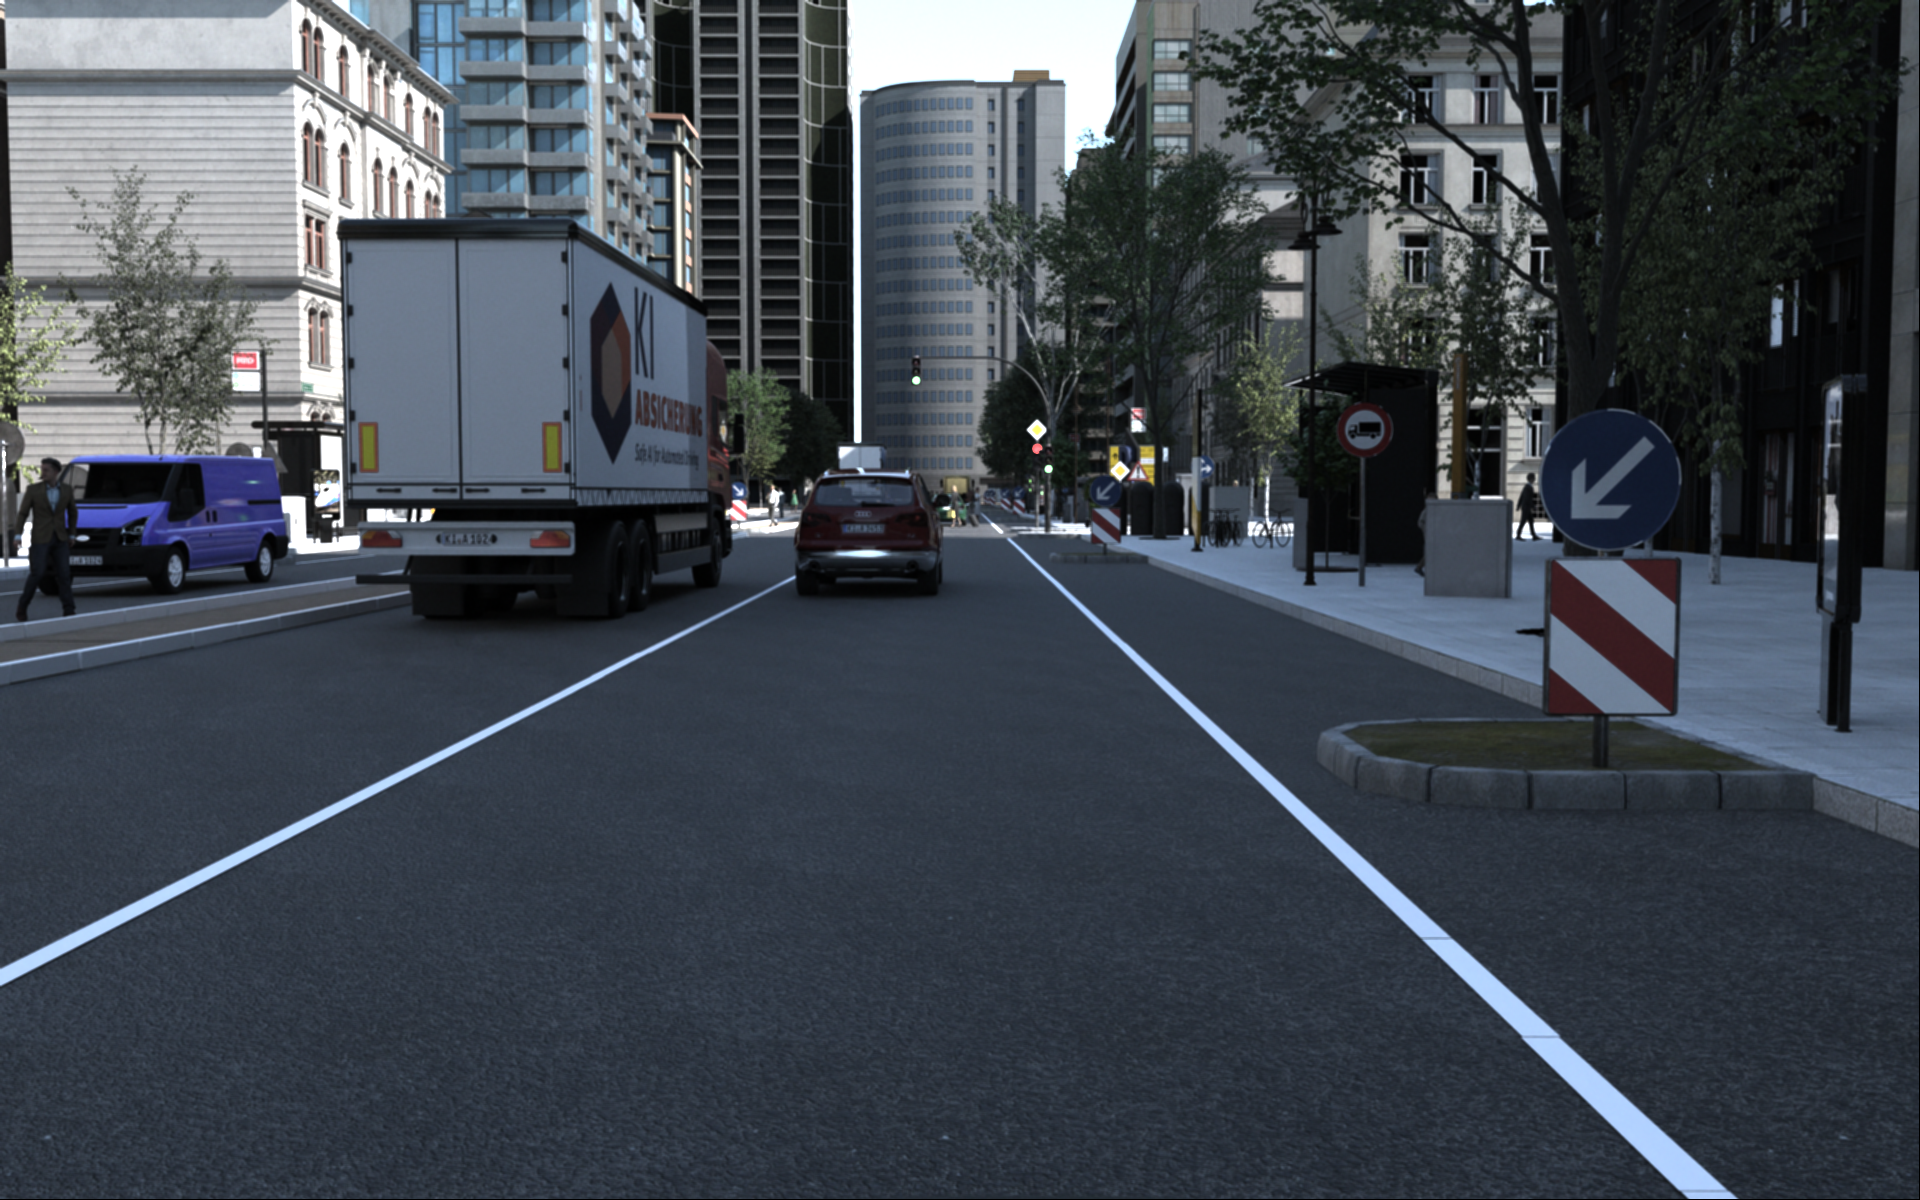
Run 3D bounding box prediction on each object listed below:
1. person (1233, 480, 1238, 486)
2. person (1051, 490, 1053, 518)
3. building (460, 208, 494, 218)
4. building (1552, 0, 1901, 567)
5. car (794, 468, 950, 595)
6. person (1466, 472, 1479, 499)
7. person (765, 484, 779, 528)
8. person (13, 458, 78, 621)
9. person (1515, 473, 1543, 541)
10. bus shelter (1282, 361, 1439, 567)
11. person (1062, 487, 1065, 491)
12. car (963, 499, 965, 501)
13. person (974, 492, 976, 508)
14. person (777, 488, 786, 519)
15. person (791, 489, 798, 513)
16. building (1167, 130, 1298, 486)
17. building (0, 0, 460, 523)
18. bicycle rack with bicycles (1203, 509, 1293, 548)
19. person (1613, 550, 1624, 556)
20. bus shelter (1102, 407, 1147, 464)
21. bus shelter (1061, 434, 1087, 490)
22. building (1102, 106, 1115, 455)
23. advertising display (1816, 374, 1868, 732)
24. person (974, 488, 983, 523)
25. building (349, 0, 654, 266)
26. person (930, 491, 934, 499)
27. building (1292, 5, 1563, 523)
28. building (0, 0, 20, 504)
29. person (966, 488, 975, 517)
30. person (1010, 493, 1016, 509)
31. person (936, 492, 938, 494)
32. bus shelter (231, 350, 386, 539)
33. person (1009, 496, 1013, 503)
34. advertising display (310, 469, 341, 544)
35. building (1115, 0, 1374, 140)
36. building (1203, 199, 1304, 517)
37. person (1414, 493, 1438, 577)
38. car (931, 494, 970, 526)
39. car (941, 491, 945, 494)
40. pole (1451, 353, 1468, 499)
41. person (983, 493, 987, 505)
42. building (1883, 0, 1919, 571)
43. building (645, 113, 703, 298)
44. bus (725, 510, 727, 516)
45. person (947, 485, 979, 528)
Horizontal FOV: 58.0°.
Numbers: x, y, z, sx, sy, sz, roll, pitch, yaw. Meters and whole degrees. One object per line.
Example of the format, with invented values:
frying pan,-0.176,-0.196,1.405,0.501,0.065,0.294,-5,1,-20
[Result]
person,10.492,-3.632,65.656,0.478,1.798,0.641,-1,4,-22
person,4.747,-5.232,91.472,0.514,1.842,0.818,-1,4,-10
building,-32.905,-16.404,119.115,10.553,20.767,40.483,0,3,0
building,21.894,-12.707,37.432,12.332,23.373,15.834,0,3,0
car,-1.298,-1.068,26.137,2.281,1.827,5.304,0,4,1
person,10.518,-1.840,36.380,0.529,1.795,0.600,-2,4,-32
person,-7.839,-3.887,72.150,0.679,1.850,0.850,2,4,31
person,-10.296,-0.678,19.496,0.836,1.842,0.656,1,4,12
person,15.603,-2.544,47.415,0.755,1.850,0.659,1,4,16
bus shelter,7.677,-2.596,33.721,1.731,3.624,6.357,0,3,0
person,5.981,-5.786,100.833,0.721,1.800,0.419,0,4,8
car,-0.612,-7.481,132.094,2.009,1.686,4.222,0,4,0
person,1.644,-10.660,183.525,0.721,1.736,1.217,1,4,22
person,-10.430,-5.636,100.744,0.391,1.810,0.635,2,4,30
person,-12.800,-7.637,133.605,0.529,1.795,0.600,3,4,38
building,22.720,-20.206,127.629,12.463,27.353,25.104,0,3,0
building,-35.178,-18.320,86.920,14.401,28.519,23.554,0,3,0
bicycle rack with bicycles,6.929,-1.758,42.119,2.852,0.926,2.925,2,4,35
person,6.692,-0.706,17.763,0.473,1.802,0.592,0,4,-4
bus shelter,7.604,-6.145,78.105,2.179,5.291,8.768,0,4,0
bus shelter,6.906,-8.272,112.871,2.179,5.291,8.768,0,3,0
building,27.223,-32.744,189.988,22.147,44.769,28.867,0,3,0
advertising display,4.923,-0.274,9.701,0.123,1.923,0.974,1,4,20
person,0.961,-4.727,86.354,0.524,1.755,0.480,1,4,21
building,-39.907,-32.743,154.961,23.786,49.044,30.456,0,3,0
person,-3.108,-11.128,190.444,0.705,1.823,1.348,-2,4,-25
building,32.189,-15.308,83.563,30.059,22.955,16.112,0,3,0
building,-52.956,-18.114,82.064,20.117,28.700,13.634,0,3,0
person,0.717,-6.158,109.163,0.573,1.828,0.580,3,4,37
person,4.665,-8.996,153.580,0.568,1.767,0.683,3,4,37
person,-2.826,-12.128,207.500,0.721,1.735,1.217,2,4,35
bus shelter,-19.225,-4.492,51.069,2.179,5.291,8.768,0,3,0
person,5.003,-9.250,158.067,1.217,1.735,0.721,-2,4,-29
advertising display,-16.488,-2.434,45.012,0.123,1.923,0.974,1,4,22
building,26.243,-33.081,164.569,21.300,48.544,21.600,0,3,0
building,21.399,-14.739,105.606,10.561,19.102,19.286,0,3,0
person,7.261,-0.999,26.647,0.475,1.303,0.640,-3,5,-39
car,-0.613,-4.150,79.655,2.131,1.459,4.920,0,4,0
car,-1.211,-10.687,183.409,2.281,1.827,5.304,0,4,1
pole,7.278,-1.922,25.272,0.158,3.312,0.155,0,3,0
person,3.159,-12.135,206.769,0.709,1.838,0.599,2,4,33
building,25.391,-12.682,11.863,19.350,26.468,34.151,0,3,0
building,-42.487,-32.969,193.674,28.867,44.769,22.147,0,3,0
bus,-11.784,-4.939,72.299,2.896,3.916,12.252,0,4,0
person,0.119,-4.011,74.300,1.509,1.804,0.699,-1,4,-23
